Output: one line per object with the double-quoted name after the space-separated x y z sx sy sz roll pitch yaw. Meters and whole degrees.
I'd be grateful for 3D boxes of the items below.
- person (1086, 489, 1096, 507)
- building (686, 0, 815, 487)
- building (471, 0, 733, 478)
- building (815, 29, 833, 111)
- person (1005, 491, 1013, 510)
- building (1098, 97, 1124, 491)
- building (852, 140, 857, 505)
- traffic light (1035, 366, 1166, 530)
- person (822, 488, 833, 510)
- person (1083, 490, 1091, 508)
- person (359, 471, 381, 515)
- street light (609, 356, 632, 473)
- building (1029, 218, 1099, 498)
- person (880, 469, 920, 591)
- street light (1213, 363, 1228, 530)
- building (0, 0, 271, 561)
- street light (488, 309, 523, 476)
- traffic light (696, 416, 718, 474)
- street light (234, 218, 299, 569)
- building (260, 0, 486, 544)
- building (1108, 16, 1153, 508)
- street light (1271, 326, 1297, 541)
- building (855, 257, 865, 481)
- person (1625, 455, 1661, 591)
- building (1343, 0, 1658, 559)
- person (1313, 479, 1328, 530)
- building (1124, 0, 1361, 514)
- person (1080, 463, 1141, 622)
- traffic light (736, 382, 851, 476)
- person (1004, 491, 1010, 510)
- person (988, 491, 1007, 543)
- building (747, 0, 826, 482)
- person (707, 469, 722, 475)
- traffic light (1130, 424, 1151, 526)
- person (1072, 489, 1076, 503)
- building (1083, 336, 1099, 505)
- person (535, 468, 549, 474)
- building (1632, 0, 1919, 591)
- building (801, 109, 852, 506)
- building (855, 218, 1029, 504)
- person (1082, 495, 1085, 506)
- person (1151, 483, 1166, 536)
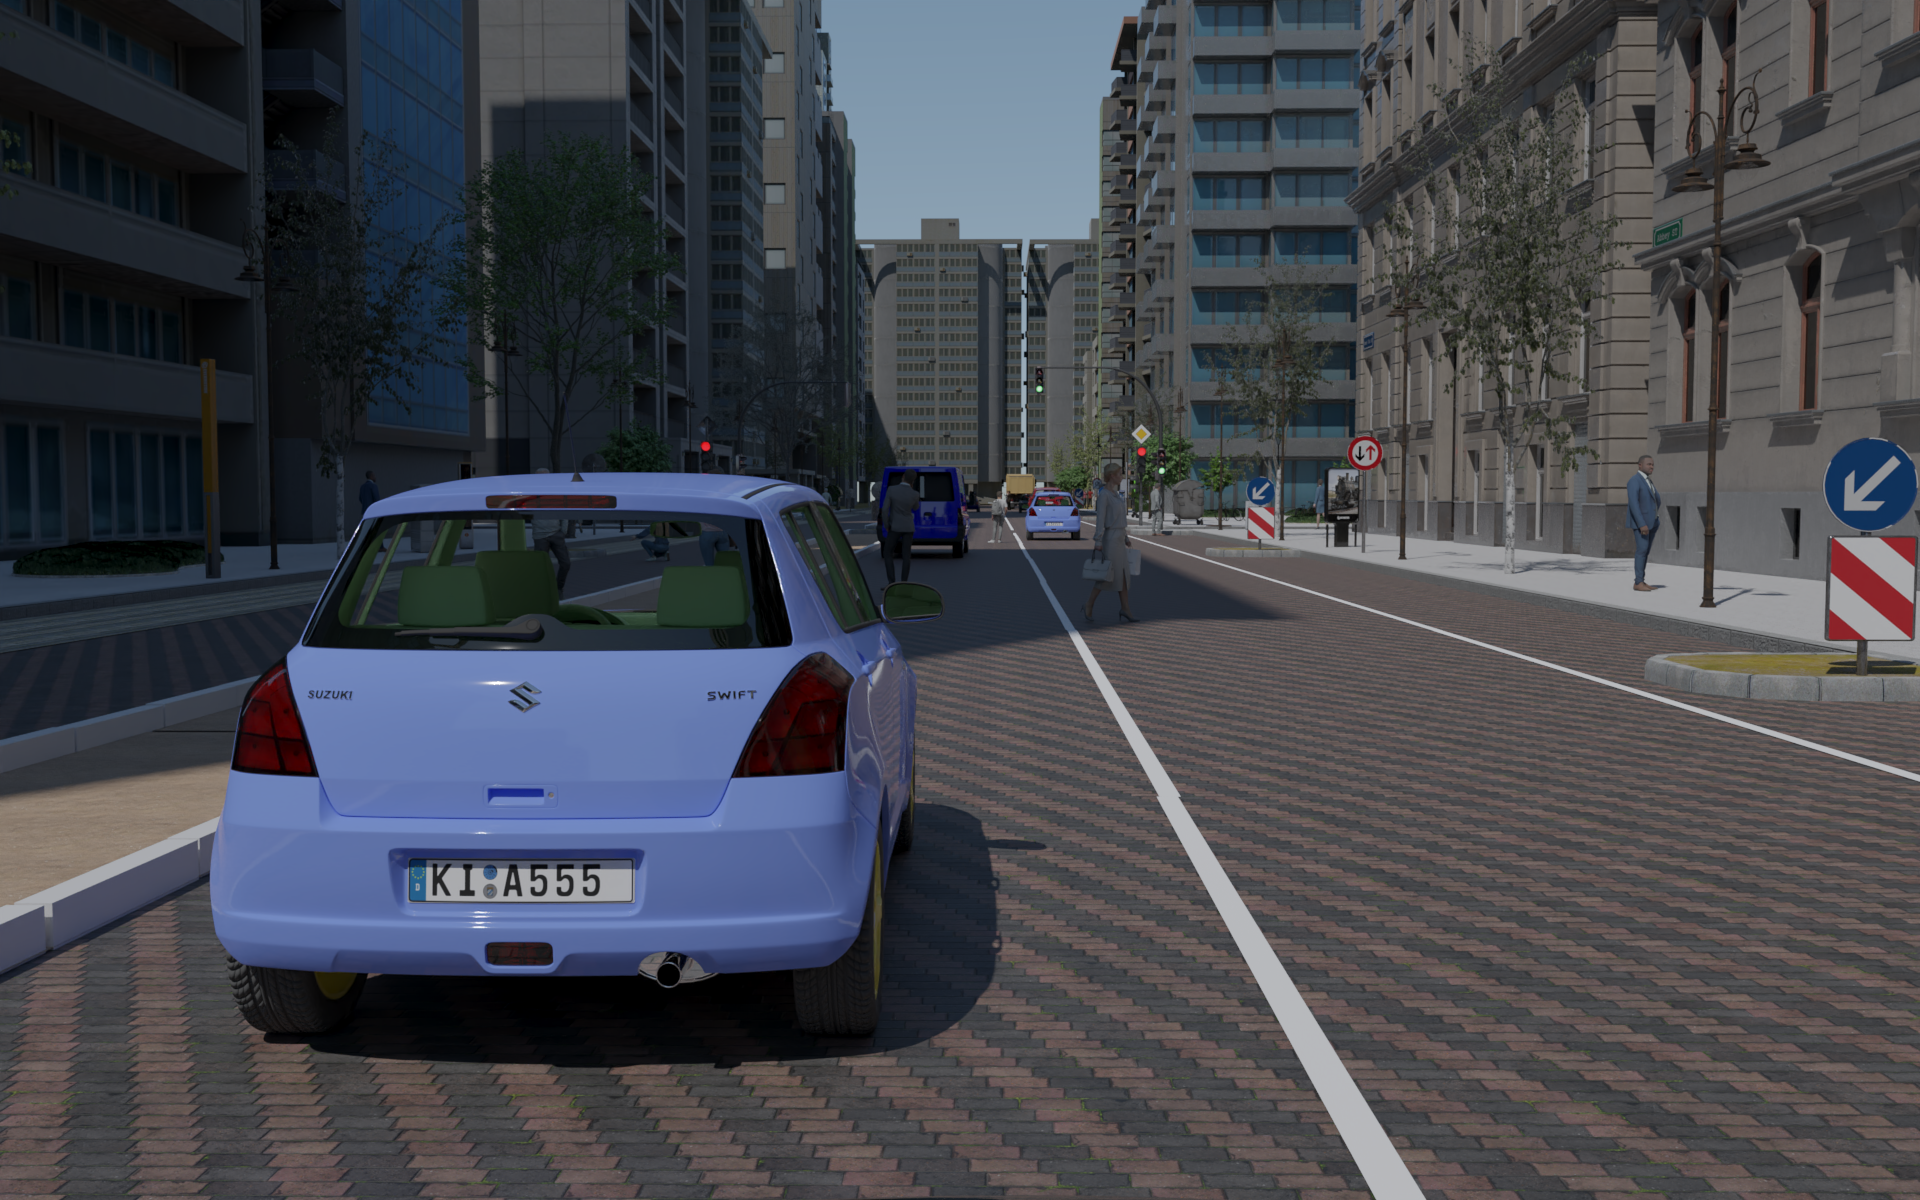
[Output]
12.470 -9.765 165.634 1.348 1.831 0.705 1 4 23 "person"
-27.111 -26.436 124.109 32.217 40.220 23.993 0 4 1 "building"
-22.078 -39.457 83.379 20.563 71.187 20.611 0 4 1 "building"
-30.653 -56.778 240.984 31.000 86.520 22.319 0 4 1 "building"
4.296 -8.824 153.491 0.721 1.735 1.217 3 4 38 "person"
21.452 -30.453 181.494 14.154 41.232 14.086 0 4 1 "building"
-19.172 -31.209 193.859 14.154 41.232 14.086 0 4 1 "building"
5.032 -5.320 61.657 4.771 5.953 1.251 0 4 1 "traffic light"
-7.769 -5.647 101.312 0.782 1.767 0.515 -3 4 -37 "person"
11.310 -9.144 156.266 1.217 1.743 0.721 -3 4 -36 "person"
-12.989 -1.964 38.330 0.721 1.800 0.419 2 4 27 "person"
-11.257 -5.181 57.502 0.468 5.910 1.993 0 4 1 "street light"
21.178 -33.938 246.774 23.993 40.220 32.217 0 4 1 "building"
-0.890 -1.037 25.644 0.592 1.802 0.473 0 3 0 "person"
9.258 -5.417 61.358 0.468 5.910 1.993 0 4 1 "street light"
-27.940 -24.934 31.373 21.300 48.544 21.600 0 4 1 "building"
-11.378 -4.325 43.497 0.468 5.910 1.993 0 4 1 "street light"
-9.034 -4.472 62.038 0.839 4.253 0.868 0 4 1 "traffic light"
-11.694 -3.460 29.363 0.468 5.910 1.993 0 4 1 "street light"
-23.114 -24.465 50.106 14.200 45.320 14.600 0 4 1 "building"
25.124 -30.854 159.083 22.147 44.769 28.867 0 4 1 "building"
8.897 -4.582 47.697 0.468 5.910 1.993 0 4 1 "street light"
-18.777 -26.896 211.455 14.107 30.474 14.160 0 4 1 "building"
9.102 -1.032 23.092 0.419 1.800 0.721 2 4 35 "person"
18.678 -15.189 45.602 12.463 27.353 25.104 0 4 1 "building"
13.052 -3.457 62.581 0.581 1.822 0.654 -1 4 -18 "person"
23.946 -30.559 119.241 23.786 49.044 30.456 0 4 1 "building"
1.693 -0.651 19.498 0.624 1.780 0.694 3 5 39 "person"
-6.795 -5.832 70.019 4.771 5.953 1.251 0 4 1 "traffic light"
4.342 -9.157 159.023 0.445 1.727 0.742 2 4 35 "person"
1.110 -2.435 50.916 0.503 1.515 0.523 -2 4 -33 "person"
-26.987 -34.815 158.464 28.713 52.752 27.495 0 4 1 "building"
-3.104 -0.820 22.493 0.593 1.750 0.643 -3 5 -44 "person"
7.270 -4.943 69.744 0.839 4.253 0.868 0 4 1 "traffic light"
10.806 -9.644 163.862 0.705 1.807 1.348 0 4 -1 "person"
29.023 -21.920 203.426 27.650 21.520 28.899 0 4 1 "building"
-5.452 -0.822 22.433 0.782 1.767 0.515 -2 4 -29 "person"
18.841 -14.273 20.754 14.401 28.519 23.554 0 4 1 "building"
-19.155 -30.349 179.797 14.154 41.232 14.086 0 4 1 "building"
-2.878 -33.944 246.871 23.993 40.220 32.217 0 4 1 "building"
13.521 -11.216 189.059 1.348 1.869 0.705 -3 4 -36 "person"
6.737 -3.105 59.363 0.391 1.810 0.635 -2 4 -24 "person"
